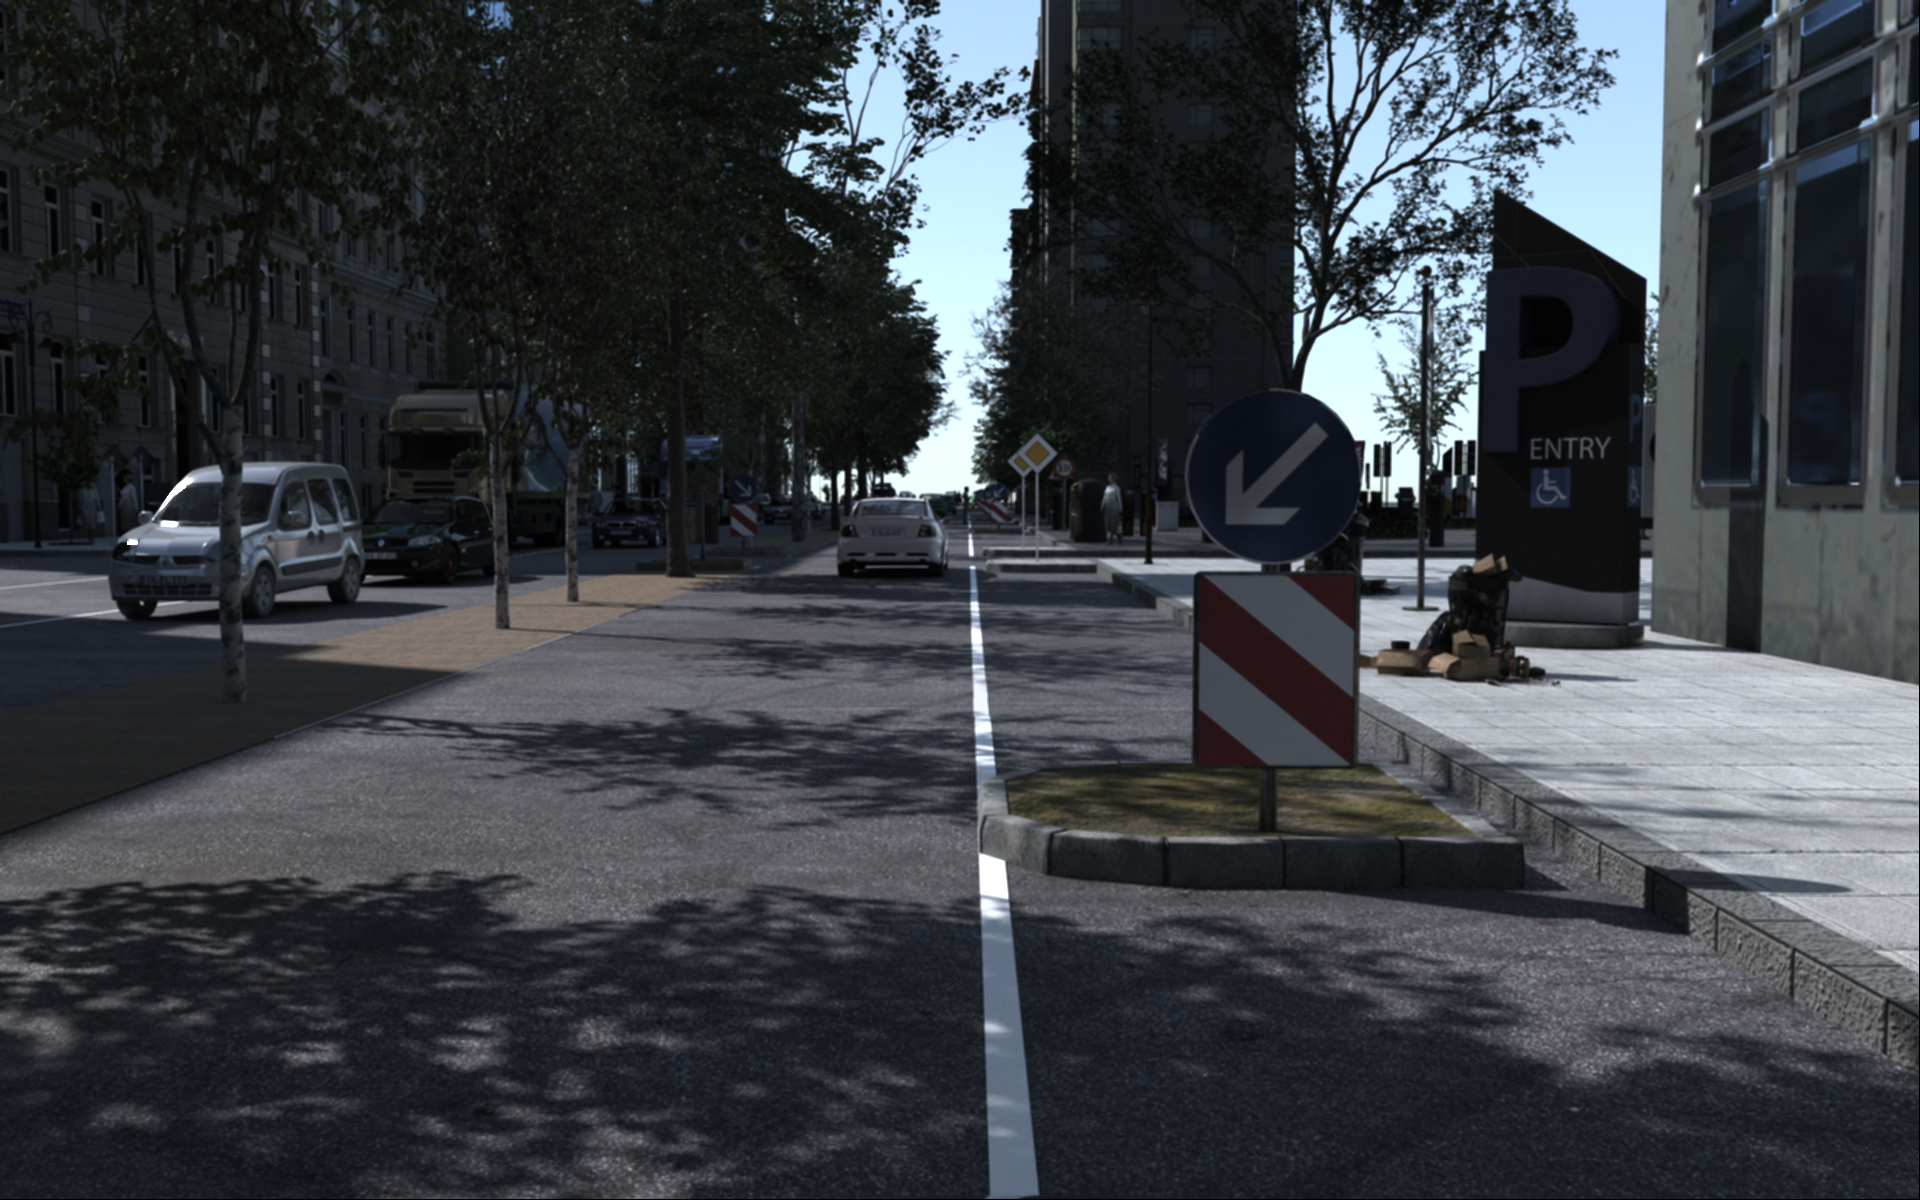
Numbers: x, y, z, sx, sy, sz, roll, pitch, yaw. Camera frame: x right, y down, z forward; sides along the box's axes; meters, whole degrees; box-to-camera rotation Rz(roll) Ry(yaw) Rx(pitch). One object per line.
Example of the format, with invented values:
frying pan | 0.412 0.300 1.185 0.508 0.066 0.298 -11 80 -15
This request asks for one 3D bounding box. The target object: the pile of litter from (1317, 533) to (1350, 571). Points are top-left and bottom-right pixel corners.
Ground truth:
pile of litter | 5.058 -0.532 22.656 1.176 0.858 1.719 -1 4 -9

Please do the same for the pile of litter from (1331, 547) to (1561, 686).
pile of litter | 3.516 0.101 12.321 1.176 0.858 1.719 0 4 -8

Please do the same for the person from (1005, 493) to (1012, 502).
person | 4.846 -10.731 181.499 1.348 1.823 0.705 -1 4 -14

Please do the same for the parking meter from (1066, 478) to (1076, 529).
parking meter | 4.108 -3.575 64.170 0.255 1.863 0.399 2 4 33

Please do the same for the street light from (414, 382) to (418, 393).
street light | -21.871 -5.984 70.618 0.468 5.910 1.993 0 4 0

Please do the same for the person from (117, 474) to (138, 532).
person | -21.700 -2.389 45.336 0.641 1.798 0.478 -3 5 -43

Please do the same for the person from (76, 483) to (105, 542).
person | -23.492 -2.473 46.832 0.694 1.780 0.624 0 4 -2

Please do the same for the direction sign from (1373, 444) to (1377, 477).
direction sign | 19.156 -5.302 78.685 0.876 3.537 0.379 -1 4 -22

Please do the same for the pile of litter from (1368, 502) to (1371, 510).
pile of litter | 26.071 -5.818 109.096 1.719 0.858 1.176 1 4 11

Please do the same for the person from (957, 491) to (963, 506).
person | -0.151 -12.097 206.426 1.348 1.807 0.705 -2 4 -30

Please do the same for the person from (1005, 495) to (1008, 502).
person | 4.755 -10.582 179.769 0.721 1.735 1.217 -1 4 -11

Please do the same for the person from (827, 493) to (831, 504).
person | -18.657 -14.463 246.439 0.415 1.643 0.593 3 4 38

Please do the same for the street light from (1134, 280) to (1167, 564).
street light | 3.471 -3.603 31.699 0.468 5.910 1.993 0 4 0

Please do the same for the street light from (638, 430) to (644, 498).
street light | -21.776 -8.902 118.331 0.468 5.910 1.993 0 4 0

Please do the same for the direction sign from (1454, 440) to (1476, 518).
direction sign | 21.257 -4.952 72.964 0.876 3.537 0.379 2 4 28

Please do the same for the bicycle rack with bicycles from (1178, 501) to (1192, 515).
bicycle rack with bicycles | 11.962 -4.580 88.264 2.852 0.926 2.925 -2 4 -25

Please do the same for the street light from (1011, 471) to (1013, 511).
street light | 3.969 -9.724 131.768 0.468 5.910 1.993 0 4 0

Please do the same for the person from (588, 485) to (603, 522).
person | -15.743 -4.048 74.788 0.635 1.810 0.391 -3 5 -40

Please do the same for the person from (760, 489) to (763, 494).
person | -22.007 -11.319 191.115 1.348 1.822 0.705 3 5 44

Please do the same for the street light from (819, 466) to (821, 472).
street light | -21.054 -17.598 260.515 0.468 5.910 1.993 0 4 0

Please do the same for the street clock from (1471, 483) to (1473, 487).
street clock | 32.156 -6.395 109.133 0.358 2.002 0.471 2 4 26

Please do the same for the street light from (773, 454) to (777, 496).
street light | -21.384 -13.948 200.835 0.468 5.910 1.993 0 4 0

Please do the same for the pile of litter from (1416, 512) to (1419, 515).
pile of litter | 28.966 -5.664 106.572 1.719 0.858 1.176 2 4 25

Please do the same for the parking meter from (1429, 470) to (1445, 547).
parking meter | 11.646 -2.237 42.279 0.255 1.863 0.399 3 4 36

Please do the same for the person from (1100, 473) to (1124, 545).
person | 3.852 -2.272 43.414 0.641 1.798 0.478 -2 4 -30

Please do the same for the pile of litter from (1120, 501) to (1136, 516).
pile of litter | 9.546 -5.431 102.757 1.719 0.858 1.176 1 4 9

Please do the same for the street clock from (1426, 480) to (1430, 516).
street clock | 20.628 -4.358 75.827 0.471 2.002 0.358 -1 4 -17

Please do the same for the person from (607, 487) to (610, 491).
person | -24.471 -6.950 120.393 1.217 1.743 0.721 -1 4 -22

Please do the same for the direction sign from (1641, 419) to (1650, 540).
direction sign | 19.307 -3.477 48.841 0.379 3.537 0.876 1 4 13

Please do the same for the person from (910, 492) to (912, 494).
person | -6.664 -13.761 234.435 0.436 1.711 0.756 1 4 19

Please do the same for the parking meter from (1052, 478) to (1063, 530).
parking meter | 3.505 -3.457 62.238 0.255 1.863 0.399 2 4 27

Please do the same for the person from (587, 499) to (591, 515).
person | -22.808 -6.178 107.243 0.721 1.800 0.419 -2 4 -29

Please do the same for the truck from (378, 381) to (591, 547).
truck | -12.136 -3.439 45.146 2.839 4.237 11.283 0 4 1

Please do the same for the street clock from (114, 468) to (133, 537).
street clock | -23.403 -2.684 48.452 0.471 2.002 0.358 0 3 0

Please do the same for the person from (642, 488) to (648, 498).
person | -22.901 -7.303 126.160 0.721 1.735 1.217 -2 4 -28

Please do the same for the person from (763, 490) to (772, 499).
person | -18.454 -9.529 164.438 1.348 1.807 0.705 -3 5 -39

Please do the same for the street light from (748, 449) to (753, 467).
street light | -21.461 -12.531 177.669 0.468 5.910 1.993 0 4 0

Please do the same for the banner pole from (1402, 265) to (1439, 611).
banner pole | 5.069 -1.762 18.826 0.401 3.779 0.863 0 4 7

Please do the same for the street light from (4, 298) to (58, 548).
street light | -21.948 -4.175 41.052 0.468 5.910 1.993 0 4 0

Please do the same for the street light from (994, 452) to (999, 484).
street light | 4.266 -13.375 191.472 0.468 5.910 1.993 0 4 0

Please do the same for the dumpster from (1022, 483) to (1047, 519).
dumpster | 3.833 -5.109 89.289 1.264 1.857 1.865 0 4 0

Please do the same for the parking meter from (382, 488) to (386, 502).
parking meter | -24.151 -3.950 73.000 0.372 1.533 0.369 0 3 0

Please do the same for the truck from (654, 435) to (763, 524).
truck | -12.010 -5.823 84.968 2.967 4.110 18.799 0 4 0

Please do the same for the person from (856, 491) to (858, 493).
person | -12.220 -12.060 205.818 0.705 1.807 1.348 -2 4 -25

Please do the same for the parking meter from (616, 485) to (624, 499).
parking meter | -21.399 -6.318 109.018 0.399 1.863 0.255 1 4 16

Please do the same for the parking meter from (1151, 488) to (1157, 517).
parking meter | 8.400 -4.073 75.001 0.372 1.533 0.369 0 3 0

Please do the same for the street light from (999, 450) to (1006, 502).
street light | 4.144 -11.560 161.787 0.468 5.910 1.993 0 4 0

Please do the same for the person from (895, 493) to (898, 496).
person | -9.311 -14.575 247.502 1.217 1.736 0.721 2 4 29

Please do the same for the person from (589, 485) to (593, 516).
person | -21.881 -5.959 103.496 0.620 1.820 0.660 -1 4 -15

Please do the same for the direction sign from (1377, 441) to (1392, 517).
direction sign | 18.327 -5.035 74.326 0.379 3.537 0.876 2 4 34

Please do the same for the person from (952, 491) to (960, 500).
person | -0.545 -10.944 187.509 0.705 1.814 1.350 -3 4 -39

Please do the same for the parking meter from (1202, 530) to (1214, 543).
parking meter | 6.536 -2.265 45.442 0.372 1.533 0.369 0 3 0

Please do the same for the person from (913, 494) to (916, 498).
person | -6.400 -13.936 239.583 0.599 1.433 0.991 2 4 30

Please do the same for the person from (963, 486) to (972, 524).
person | 0.357 -4.615 84.140 0.466 1.800 0.511 0 4 -4
